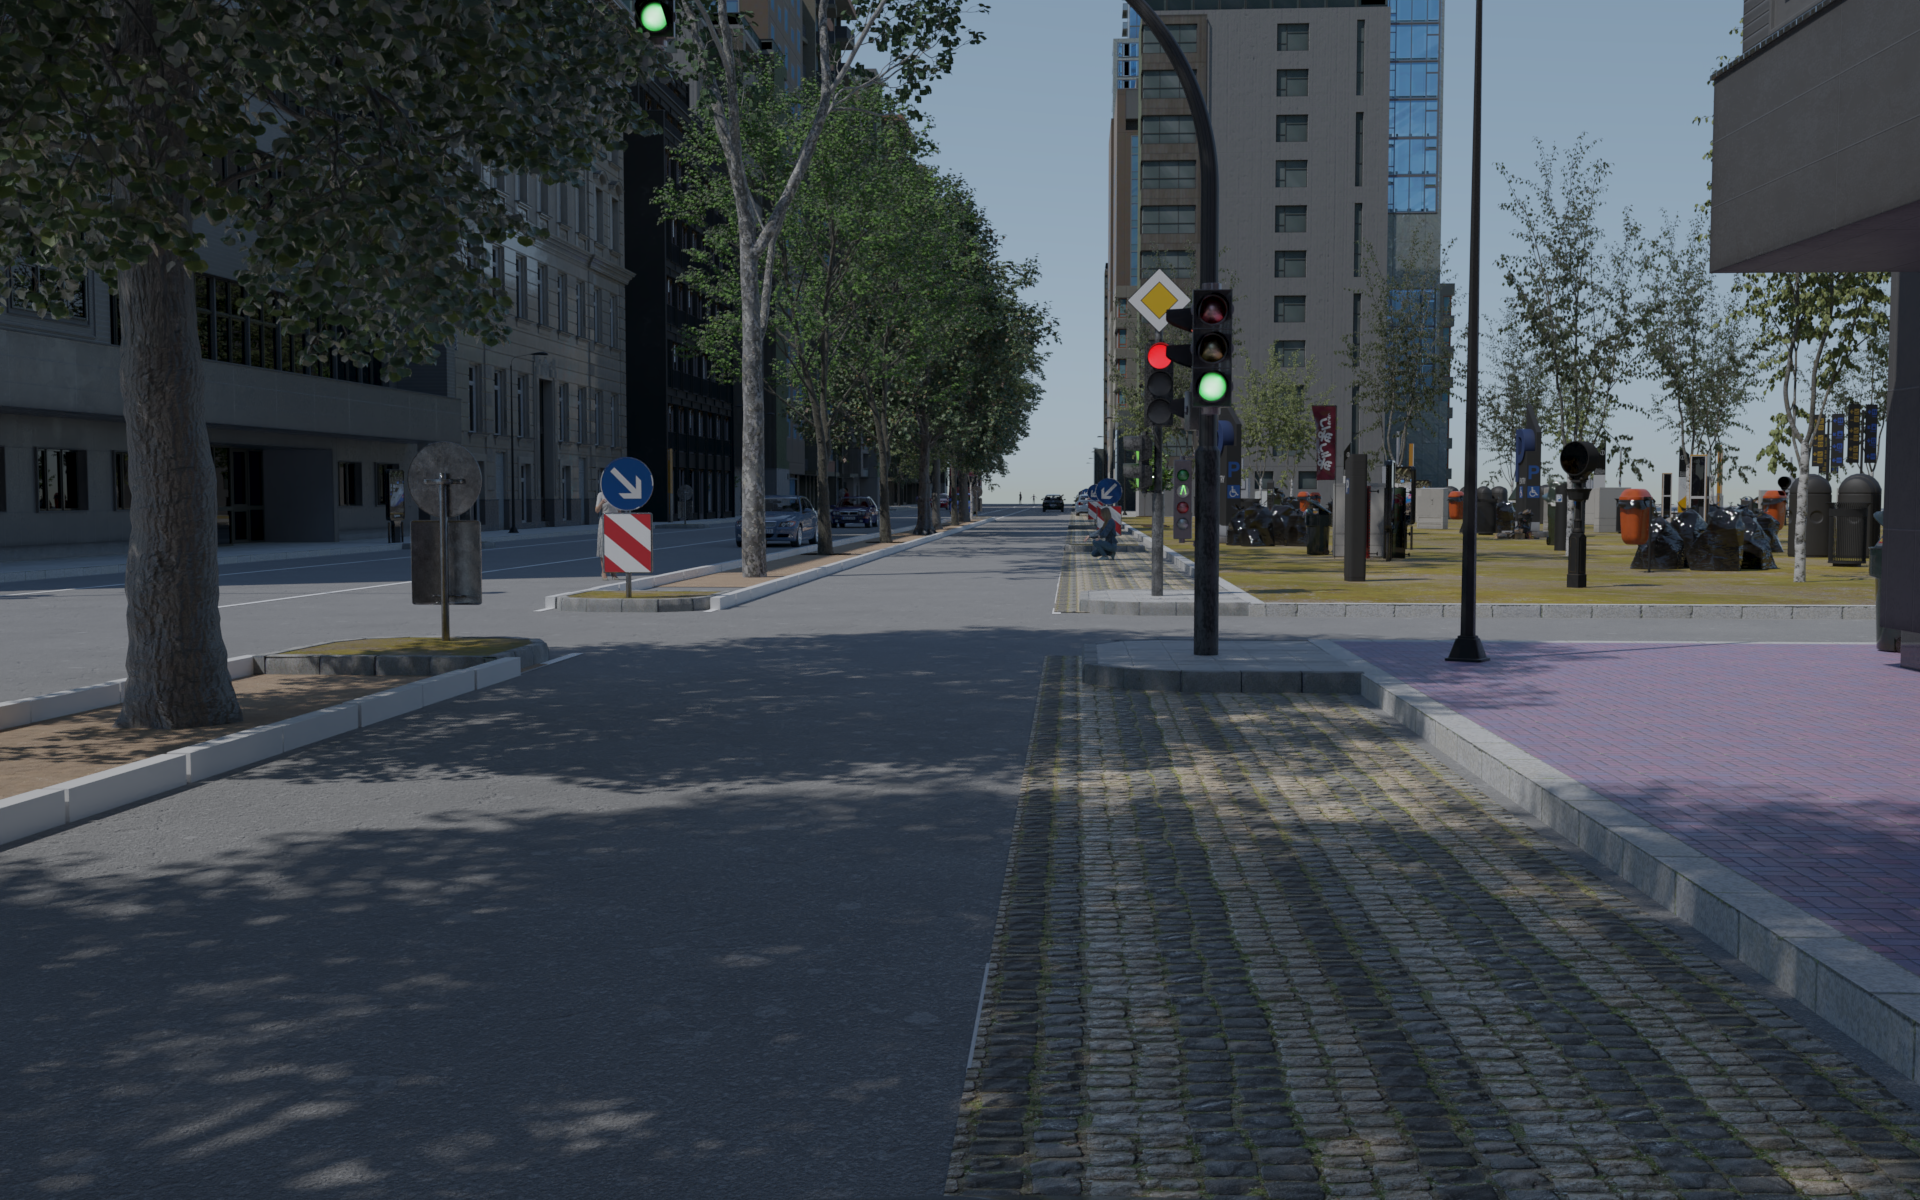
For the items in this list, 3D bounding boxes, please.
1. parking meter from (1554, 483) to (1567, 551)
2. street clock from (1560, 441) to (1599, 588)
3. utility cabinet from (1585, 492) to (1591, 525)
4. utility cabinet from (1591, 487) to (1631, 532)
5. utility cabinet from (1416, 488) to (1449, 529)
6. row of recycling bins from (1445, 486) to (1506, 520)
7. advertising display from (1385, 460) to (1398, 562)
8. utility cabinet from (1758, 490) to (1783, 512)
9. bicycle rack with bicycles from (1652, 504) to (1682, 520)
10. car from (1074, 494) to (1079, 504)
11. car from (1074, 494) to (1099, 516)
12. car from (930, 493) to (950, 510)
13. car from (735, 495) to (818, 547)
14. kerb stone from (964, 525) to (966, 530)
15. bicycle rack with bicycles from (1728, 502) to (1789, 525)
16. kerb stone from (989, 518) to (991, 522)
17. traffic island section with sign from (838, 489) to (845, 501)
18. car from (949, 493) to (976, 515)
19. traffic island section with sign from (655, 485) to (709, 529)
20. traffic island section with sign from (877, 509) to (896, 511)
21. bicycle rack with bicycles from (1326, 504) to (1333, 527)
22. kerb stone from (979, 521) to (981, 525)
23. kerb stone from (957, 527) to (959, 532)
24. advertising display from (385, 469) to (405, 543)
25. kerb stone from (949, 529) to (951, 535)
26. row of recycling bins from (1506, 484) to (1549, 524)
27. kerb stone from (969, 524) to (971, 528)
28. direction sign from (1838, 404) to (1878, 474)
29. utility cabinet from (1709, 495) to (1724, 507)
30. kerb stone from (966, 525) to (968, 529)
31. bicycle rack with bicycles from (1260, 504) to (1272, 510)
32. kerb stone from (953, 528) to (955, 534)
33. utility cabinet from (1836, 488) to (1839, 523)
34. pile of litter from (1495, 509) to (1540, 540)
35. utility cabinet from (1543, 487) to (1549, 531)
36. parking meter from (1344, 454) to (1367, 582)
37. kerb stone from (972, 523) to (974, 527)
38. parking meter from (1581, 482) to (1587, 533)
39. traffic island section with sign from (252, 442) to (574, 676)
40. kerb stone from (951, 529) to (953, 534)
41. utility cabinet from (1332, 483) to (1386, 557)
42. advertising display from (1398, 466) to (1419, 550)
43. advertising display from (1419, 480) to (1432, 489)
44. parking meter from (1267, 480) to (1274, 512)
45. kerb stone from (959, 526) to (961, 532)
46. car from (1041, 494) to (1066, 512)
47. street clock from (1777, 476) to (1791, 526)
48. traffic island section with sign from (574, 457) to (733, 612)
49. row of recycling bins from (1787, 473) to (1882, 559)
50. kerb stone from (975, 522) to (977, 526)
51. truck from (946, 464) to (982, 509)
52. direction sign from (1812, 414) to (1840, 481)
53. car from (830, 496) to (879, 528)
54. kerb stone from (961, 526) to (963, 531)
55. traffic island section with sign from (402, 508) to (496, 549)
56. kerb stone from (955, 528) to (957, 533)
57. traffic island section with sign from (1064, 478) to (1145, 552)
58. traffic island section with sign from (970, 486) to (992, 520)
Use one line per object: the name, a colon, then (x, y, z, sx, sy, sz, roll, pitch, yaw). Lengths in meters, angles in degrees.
parking meter: (13.667, -1.885, 39.229, 0.372, 1.533, 0.369, 0, 3, 0)
street clock: (8.454, -1.169, 23.688, 0.358, 2.002, 0.471, -2, 4, -34)
utility cabinet: (25.899, -3.873, 72.001, 1.173, 1.500, 0.318, 2, 4, 34)
utility cabinet: (21.598, -2.977, 57.352, 1.173, 1.500, 0.318, -1, 4, -13)
utility cabinet: (17.155, -3.316, 62.895, 0.318, 1.500, 1.173, -3, 4, -36)
row of recycling bins: (26.148, -4.942, 87.907, 3.534, 1.692, 1.069, -1, 4, -12)
advertising display: (8.270, -1.718, 33.311, 0.123, 1.923, 0.974, 1, 4, 17)
utility cabinet: (40.607, -4.769, 86.653, 1.173, 1.500, 0.318, 0, 4, 5)
bicycle rack with bicycles: (25.081, -2.998, 62.398, 2.852, 0.926, 2.925, -1, 4, -15)
car: (16.559, -13.840, 236.514, 2.015, 1.641, 3.980, 0, 4, 3)
car: (8.425, -6.188, 113.172, 2.014, 1.417, 4.499, 0, 4, 3)
car: (-1.817, -9.062, 157.202, 2.155, 1.783, 4.494, 0, 4, 5)
car: (-5.040, -2.221, 48.323, 2.014, 1.417, 4.499, 0, 4, 5)
kerb stone: (0.049, -2.796, 67.918, 0.120, 0.150, 1.000, 0, 4, 4)
bicycle rack with bicycles: (34.205, -3.588, 72.052, 2.852, 0.926, 2.925, -1, 4, -15)
kerb stone: (1.332, -3.985, 87.355, 0.120, 0.150, 1.000, 0, 4, 4)
traffic island section with sign: (-8.299, -6.985, 122.830, 1.989, 1.847, 2.006, 0, 4, 4)
car: (0.248, -6.885, 122.158, 1.945, 1.707, 3.694, 0, 4, 6)
traffic island section with sign: (-11.608, -3.921, 72.738, 1.989, 1.847, 2.006, 0, 4, 4)
traffic island section with sign: (-6.529, -8.630, 149.727, 1.989, 1.847, 2.006, 0, 4, 4)
bicycle rack with bicycles: (14.020, -3.084, 63.805, 2.852, 0.926, 2.925, -2, 4, -29)
kerb stone: (0.726, -3.422, 78.152, 0.120, 0.150, 1.000, 0, 4, 4)
kerb stone: (-0.221, -2.546, 63.821, 0.120, 0.150, 1.000, 0, 4, 4)
advertising display: (-14.813, -2.460, 45.433, 0.123, 1.923, 0.974, 0, 4, 5)
kerb stone: (-0.497, -2.296, 59.740, 0.120, 0.150, 1.000, 0, 4, 4)
row of recycling bins: (25.106, -4.132, 74.675, 1.069, 1.692, 3.534, -1, 4, -14)
kerb stone: (0.249, -2.985, 71.003, 0.120, 0.150, 1.000, 0, 4, 4)
direction sign: (22.721, -3.160, 43.668, 0.876, 3.537, 0.379, -1, 4, -16)
utility cabinet: (38.687, -4.760, 88.983, 0.306, 1.237, 1.020, -2, 4, -27)
kerb stone: (0.109, -2.859, 68.943, 0.120, 0.150, 1.000, 0, 4, 4)
bicycle rack with bicycles: (10.807, -3.055, 63.324, 2.925, 0.926, 2.852, 1, 4, 22)
kerb stone: (-0.351, -2.421, 61.781, 0.120, 0.150, 1.000, 0, 4, 4)
utility cabinet: (32.654, -3.384, 64.000, 0.318, 1.500, 1.173, 1, 4, 18)
pile of litter: (15.964, -2.182, 49.633, 1.176, 0.858, 1.719, 0, 4, 6)
utility cabinet: (18.115, -2.717, 53.098, 0.318, 1.500, 1.173, 1, 4, 11)
parking meter: (5.818, -1.209, 25.473, 0.255, 1.863, 0.399, 0, 4, 0)
kerb stone: (0.388, -3.107, 73.046, 0.120, 0.150, 1.000, 0, 4, 4)
parking meter: (19.354, -2.963, 54.153, 0.399, 1.863, 0.255, 3, 5, 42)
traffic island section with sign: (-4.544, -0.391, 14.537, 2.006, 1.907, 1.989, 0, 4, 4)
kerb stone: (-0.428, -2.356, 60.762, 0.120, 0.150, 1.000, 0, 4, 4)
utility cabinet: (8.173, -1.619, 35.147, 1.173, 1.500, 0.318, 0, 4, 8)
advertising display: (10.239, -2.139, 40.186, 0.123, 1.923, 0.974, -1, 4, -20)
advertising display: (21.224, -4.534, 79.350, 0.123, 1.923, 0.974, -2, 4, -26)
parking meter: (13.152, -4.139, 73.379, 0.255, 1.863, 0.399, 1, 4, 18)
kerb stone: (-0.156, -2.608, 64.844, 0.120, 0.150, 1.000, 0, 4, 4)
car: (7.514, -7.930, 139.447, 2.009, 1.686, 4.222, 0, 4, 4)
street clock: (33.408, -4.015, 70.223, 0.471, 2.002, 0.358, 3, 5, 42)
traffic island section with sign: (-4.046, -0.843, 21.927, 2.006, 1.907, 1.989, 0, 4, 4)
row of recycling bins: (18.459, -1.677, 34.530, 3.534, 1.692, 1.069, 2, 4, 30)
kerb stone: (0.522, -3.235, 75.085, 0.120, 0.150, 1.000, 0, 4, 4)
truck: (0.459, -9.608, 146.000, 2.839, 4.237, 11.283, 0, 4, 3)
direction sign: (24.532, -3.487, 49.004, 0.379, 3.537, 0.876, -3, 4, -38)
car: (-4.526, -3.781, 74.404, 1.945, 1.354, 3.894, 0, 4, 4)
kerb stone: (-0.086, -2.671, 65.867, 0.120, 0.150, 1.000, 0, 4, 4)
traffic island section with sign: (-13.390, -2.267, 45.699, 1.989, 1.847, 2.006, 0, 4, 4)
kerb stone: (-0.285, -2.483, 62.801, 0.120, 0.150, 1.000, 0, 4, 4)
traffic island section with sign: (3.619, -2.136, 43.552, 1.989, 1.847, 2.006, 0, 4, 4)
traffic island section with sign: (0.898, -5.429, 96.904, 2.006, 1.907, 1.989, 0, 4, 4)
